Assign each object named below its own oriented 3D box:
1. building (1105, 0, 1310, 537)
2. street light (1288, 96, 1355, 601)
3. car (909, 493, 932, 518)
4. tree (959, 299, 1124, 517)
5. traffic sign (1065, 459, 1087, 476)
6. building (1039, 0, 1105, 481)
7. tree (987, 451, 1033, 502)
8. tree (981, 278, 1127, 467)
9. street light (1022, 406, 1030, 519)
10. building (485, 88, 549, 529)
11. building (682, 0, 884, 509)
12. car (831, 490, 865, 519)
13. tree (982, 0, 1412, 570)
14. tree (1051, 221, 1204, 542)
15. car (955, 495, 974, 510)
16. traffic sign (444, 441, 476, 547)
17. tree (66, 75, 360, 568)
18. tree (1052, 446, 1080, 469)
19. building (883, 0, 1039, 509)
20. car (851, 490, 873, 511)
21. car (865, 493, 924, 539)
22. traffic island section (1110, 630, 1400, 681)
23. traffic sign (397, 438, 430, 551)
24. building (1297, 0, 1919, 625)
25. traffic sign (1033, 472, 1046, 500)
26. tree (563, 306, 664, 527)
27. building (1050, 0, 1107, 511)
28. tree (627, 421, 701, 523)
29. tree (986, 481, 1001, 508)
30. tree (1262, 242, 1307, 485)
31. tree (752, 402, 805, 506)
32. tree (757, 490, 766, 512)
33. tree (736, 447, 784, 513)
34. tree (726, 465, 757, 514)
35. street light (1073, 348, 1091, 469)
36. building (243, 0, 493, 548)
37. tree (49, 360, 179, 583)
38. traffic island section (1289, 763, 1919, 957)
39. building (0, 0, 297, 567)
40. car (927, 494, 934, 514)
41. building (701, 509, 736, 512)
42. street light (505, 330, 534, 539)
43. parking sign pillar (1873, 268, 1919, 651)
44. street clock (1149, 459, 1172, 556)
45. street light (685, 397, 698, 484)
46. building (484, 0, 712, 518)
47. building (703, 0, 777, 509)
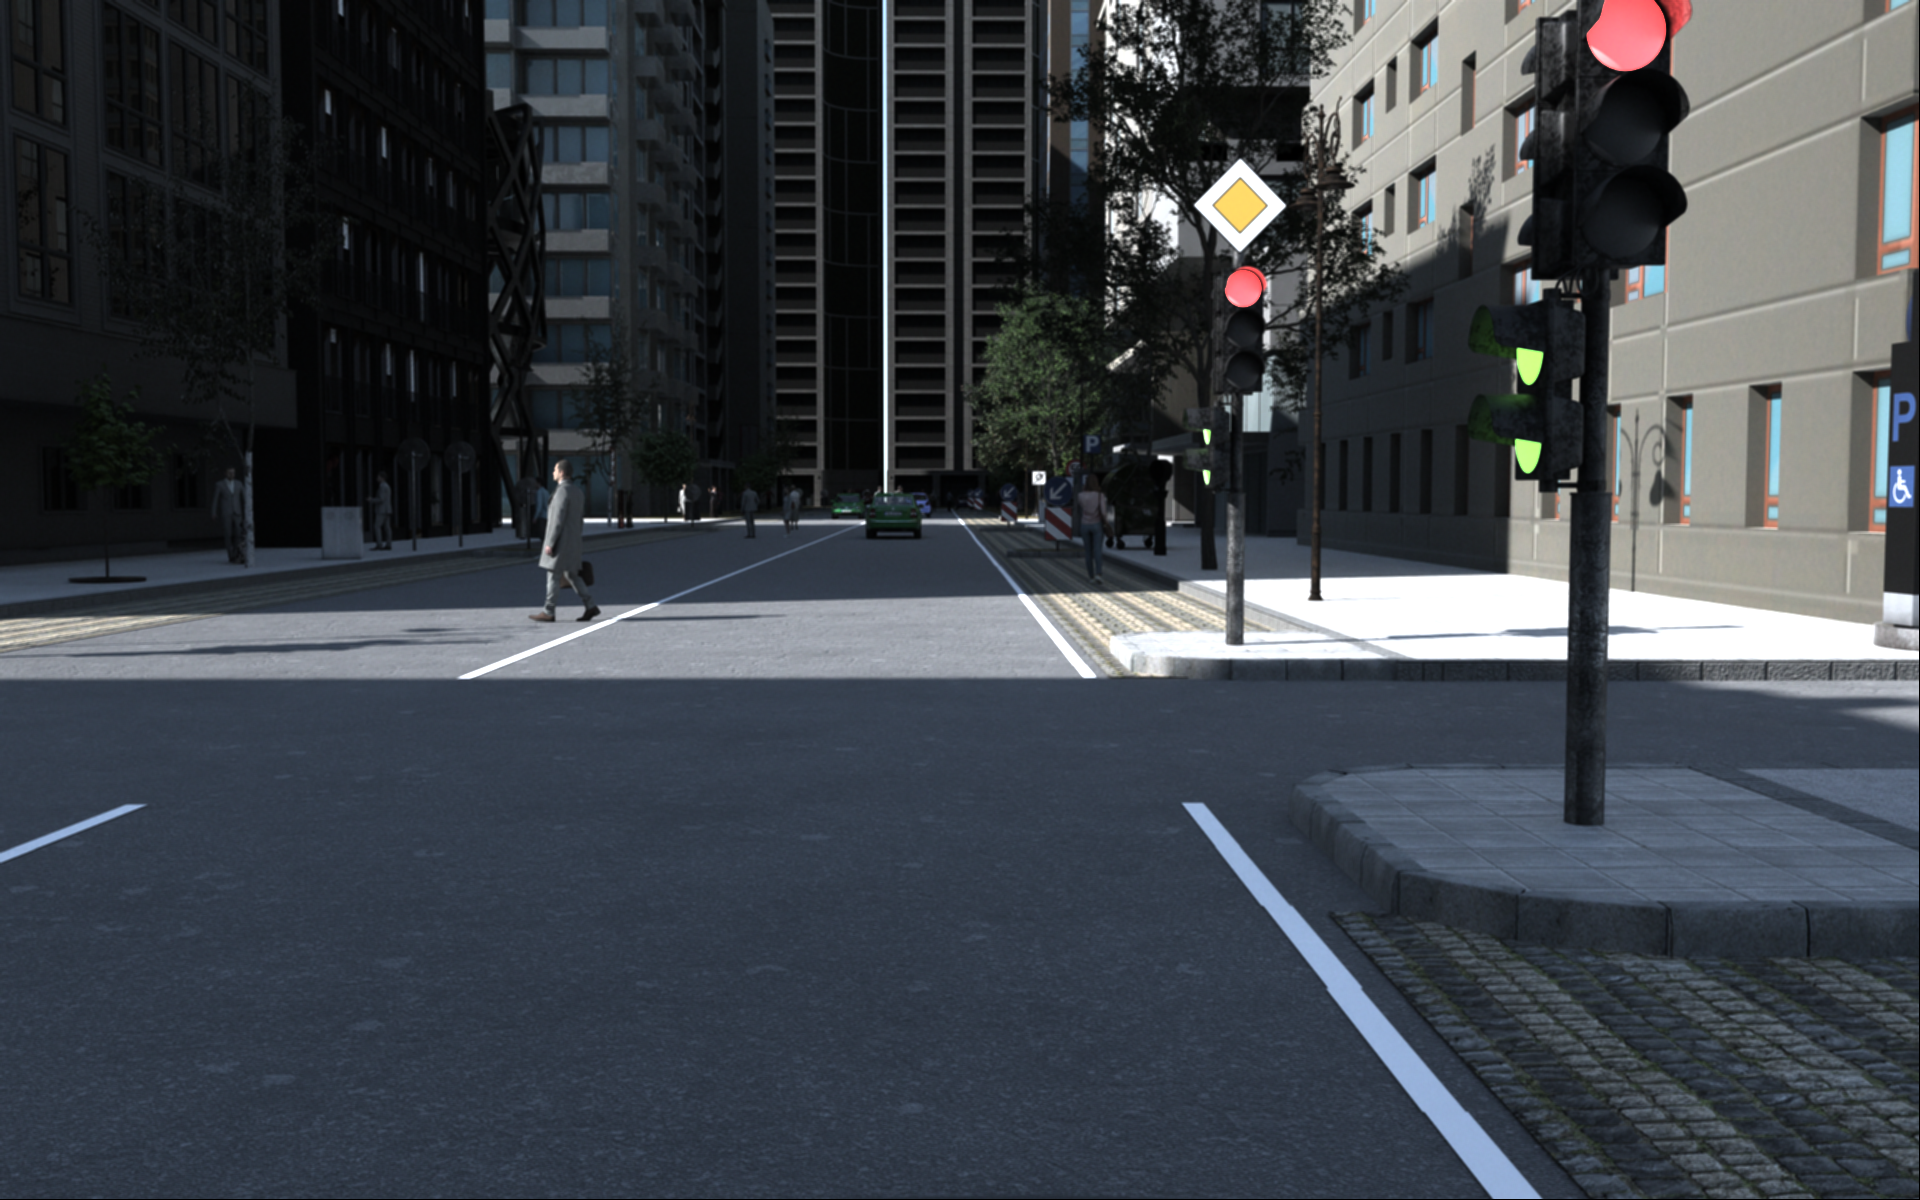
[{"bbox_3d":[20.031,-29.012,63.593,28.713,52.752,27.495,0,4,-1],"label":"building"},{"bbox_3d":[4.287,-2.931,20.707,0.468,5.910,1.993,0,4,-1],"label":"street light"},{"bbox_3d":[-2.669,-5.903,106.101,1.945,1.707,3.694,0,4,-2],"label":"car"},{"bbox_3d":[4.586,-11.096,98.428,9.611,12.733,9.660,0,3,0],"label":"tree"},{"bbox_3d":[4.170,-3.796,62.173,0.768,2.556,0.104,1,4,8],"label":"traffic sign"},{"bbox_3d":[13.409,-29.624,134.464,14.600,45.320,14.200,0,4,-1],"label":"building"},{"bbox_3d":[3.771,-8.825,127.998,4.285,4.588,4.351,0,3,0],"label":"tree"},{"bbox_3d":[4.582,-9.648,83.501,9.928,11.665,9.643,0,3,0],"label":"tree"},{"bbox_3d":[3.434,-7.110,89.042,0.468,5.910,1.993,0,4,-1],"label":"street light"},{"bbox_3d":[-24.453,-12.078,64.920,16.820,18.784,16.811,0,4,-1],"label":"building"},{"bbox_3d":[-18.705,-45.630,184.308,20.611,71.187,20.563,0,4,-1],"label":"building"},{"bbox_3d":[-6.389,-5.528,99.183,1.959,1.807,4.718,0,4,-1],"label":"car"},{"bbox_3d":[3.903,-5.791,29.093,7.601,10.594,8.767,-1,4,-13],"label":"tree"},{"bbox_3d":[4.766,-5.870,46.337,4.360,8.622,3.978,0,3,0],"label":"tree"},{"bbox_3d":[0.421,-8.765,155.890,1.945,1.354,3.894,0,4,-2],"label":"car"},{"bbox_3d":[-12.090,-2.555,41.873,0.768,2.556,0.104,0,4,1],"label":"traffic sign"},{"bbox_3d":[-12.628,-4.868,29.950,4.360,8.622,3.978,0,3,0],"label":"tree"},{"bbox_3d":[4.588,-4.607,69.931,1.663,3.219,1.824,0,3,0],"label":"tree"},{"bbox_3d":[2.668,-45.703,185.498,20.611,71.187,20.563,0,4,-1],"label":"building"},{"bbox_3d":[-8.598,-8.585,149.032,2.281,1.827,5.304,0,3,0],"label":"car"},{"bbox_3d":[-2.147,-2.938,56.830,1.959,1.807,4.718,0,4,-1],"label":"car"},{"bbox_3d":[2.361,0.461,14.751,2.009,0.180,2.903,0,4,-1],"label":"traffic island section"},{"bbox_3d":[-12.332,-2.384,39.080,0.768,2.556,0.104,0,4,6],"label":"traffic sign"},{"bbox_3d":[23.191,-11.301,29.812,28.899,21.520,27.650,0,4,-1],"label":"building"},{"bbox_3d":[3.591,-4.671,78.502,0.606,2.300,0.079,0,4,4],"label":"traffic sign"},{"bbox_3d":[-13.849,-7.223,68.464,4.360,8.622,3.978,0,3,0],"label":"tree"},{"bbox_3d":[22.453,-25.920,115.668,32.217,40.220,23.993,0,4,-1],"label":"building"},{"bbox_3d":[-13.214,-5.741,77.578,4.285,4.588,4.351,0,3,0],"label":"tree"},{"bbox_3d":[3.200,-10.288,162.813,1.663,3.219,1.824,0,3,0],"label":"tree"},{"bbox_3d":[10.234,-5.986,48.229,4.360,8.622,3.978,0,3,0],"label":"tree"},{"bbox_3d":[-14.117,-11.410,136.909,4.737,8.622,4.395,0,3,0],"label":"tree"},{"bbox_3d":[-14.681,-7.980,125.077,1.663,3.219,1.824,0,3,0],"label":"tree"},{"bbox_3d":[-13.883,-8.361,120.420,4.285,4.588,4.351,0,3,0],"label":"tree"},{"bbox_3d":[-14.387,-7.214,112.549,1.663,3.219,1.824,0,3,0],"label":"tree"},{"bbox_3d":[3.852,-5.021,54.874,0.468,5.910,1.993,0,4,-1],"label":"street light"},{"bbox_3d":[-21.491,-13.385,48.522,12.332,23.373,15.834,0,4,-1],"label":"building"},{"bbox_3d":[-12.435,-1.868,25.148,1.663,3.219,1.824,0,3,0],"label":"tree"},{"bbox_3d":[2.459,0.949,6.767,2.009,0.180,2.903,0,4,-1],"label":"traffic island section"},{"bbox_3d":[-22.269,-14.359,28.281,14.314,27.812,24.014,0,4,-1],"label":"building"},{"bbox_3d":[-2.963,-7.182,126.467,2.155,1.783,4.494,0,4,1],"label":"car"},{"bbox_3d":[-27.702,-42.233,128.762,20.563,71.187,20.611,0,4,-1],"label":"building"},{"bbox_3d":[-12.385,-4.653,48.858,0.468,5.910,1.993,0,4,-1],"label":"street light"},{"bbox_3d":[8.439,-1.582,14.342,1.447,3.967,1.447,0,4,-3],"label":"parking sign pillar"},{"bbox_3d":[4.192,-1.936,36.216,0.358,2.002,0.471,-3,4,-37],"label":"street clock"},{"bbox_3d":[-12.840,-6.742,83.025,0.468,5.910,1.993,0,4,-1],"label":"street light"},{"bbox_3d":[-28.065,-29.623,103.946,23.786,49.044,30.456,0,4,-1],"label":"building"},{"bbox_3d":[-27.653,-32.268,151.287,21.600,48.544,21.300,0,4,-1],"label":"building"}]
